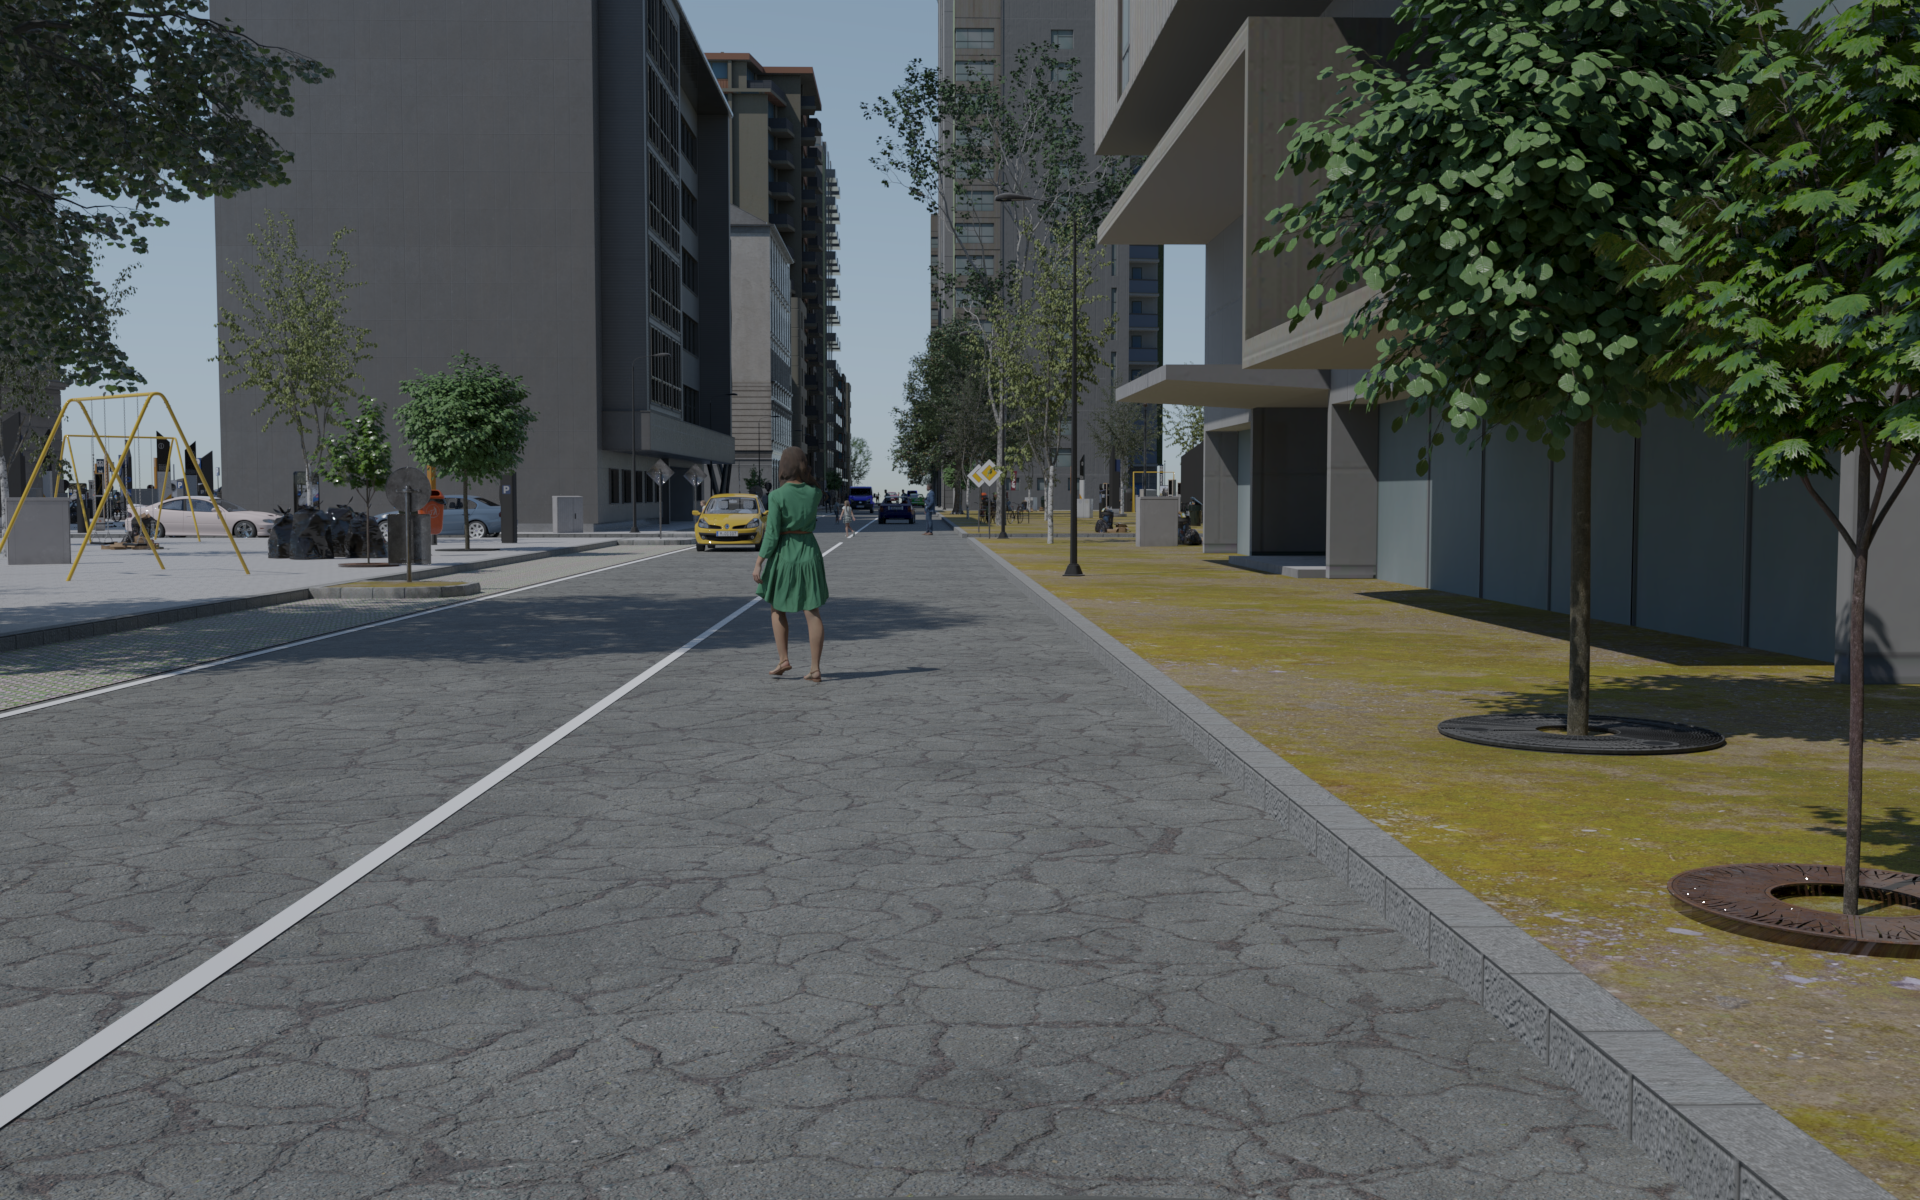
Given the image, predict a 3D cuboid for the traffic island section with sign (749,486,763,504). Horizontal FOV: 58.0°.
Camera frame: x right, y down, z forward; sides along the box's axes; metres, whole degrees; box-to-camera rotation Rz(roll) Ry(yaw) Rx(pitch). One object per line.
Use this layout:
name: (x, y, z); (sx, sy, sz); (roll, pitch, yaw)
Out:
traffic island section with sign: (-9.425, -4.388, 80.371); (1.989, 1.847, 2.006); (0, 4, -2)

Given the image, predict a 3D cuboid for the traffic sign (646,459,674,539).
traffic sign: (-8.550, -2.801, 49.431); (0.795, 2.450, 0.064); (0, 4, -2)

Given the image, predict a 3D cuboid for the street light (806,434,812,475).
street light: (-12.288, -9.876, 134.011); (1.470, 5.913, 1.316); (0, 4, -2)

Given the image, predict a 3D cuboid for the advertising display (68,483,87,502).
advertising display: (-50.851, -5.789, 99.864); (0.974, 1.923, 0.123); (-1, 4, -12)

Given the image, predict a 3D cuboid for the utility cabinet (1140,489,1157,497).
utility cabinet: (8.811, -4.418, 80.912); (0.318, 1.500, 1.173); (2, 4, 34)

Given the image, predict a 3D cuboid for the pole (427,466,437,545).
pole: (-13.258, -3.034, 43.452); (0.158, 3.312, 0.155); (0, 3, 0)

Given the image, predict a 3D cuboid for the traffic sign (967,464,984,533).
traffic sign: (0.625, -3.303, 57.647); (0.795, 2.450, 0.064); (0, 4, -2)

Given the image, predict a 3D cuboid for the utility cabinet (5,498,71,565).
utility cabinet: (-16.829, -1.252, 31.624); (1.020, 1.237, 0.306); (-2, 4, -32)

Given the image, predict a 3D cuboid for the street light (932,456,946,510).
street light: (-1.811, -10.287, 140.733); (1.470, 5.913, 1.316); (0, 4, -2)

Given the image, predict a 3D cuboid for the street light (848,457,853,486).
street light: (-14.476, -14.942, 216.837); (1.470, 5.913, 1.316); (0, 4, -2)

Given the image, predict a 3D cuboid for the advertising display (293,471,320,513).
advertising display: (-18.519, -2.685, 49.114); (0.123, 1.923, 0.974); (1, 4, 18)

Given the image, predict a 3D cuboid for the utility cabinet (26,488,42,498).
utility cabinet: (-33.849, -3.308, 62.769); (1.173, 1.500, 0.318); (1, 4, 16)

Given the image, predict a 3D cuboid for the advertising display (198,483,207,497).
advertising display: (-43.495, -5.712, 98.604); (0.123, 1.923, 0.974); (2, 4, 34)

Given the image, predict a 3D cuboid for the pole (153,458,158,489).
pole: (-44.922, -6.297, 96.806); (0.158, 3.312, 0.155); (0, 3, 0)

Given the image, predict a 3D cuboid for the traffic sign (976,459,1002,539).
traffic sign: (0.842, -2.815, 49.665); (0.795, 2.450, 0.064); (0, 4, -2)

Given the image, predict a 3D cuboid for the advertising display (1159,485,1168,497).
advertising display: (14.724, -7.310, 124.727); (0.123, 1.923, 0.974); (-2, 4, -34)

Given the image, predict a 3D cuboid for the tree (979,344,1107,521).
tree: (3.975, -8.132, 83.317); (4.360, 8.622, 3.978); (0, 3, 0)

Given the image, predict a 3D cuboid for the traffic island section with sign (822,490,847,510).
traffic island section with sign: (-11.506, -9.086, 157.188); (1.989, 1.847, 2.006); (0, 4, -2)

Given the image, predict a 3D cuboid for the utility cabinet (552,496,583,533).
utility cabinet: (-12.932, -2.813, 57.150); (0.306, 1.237, 1.020); (3, 5, 42)

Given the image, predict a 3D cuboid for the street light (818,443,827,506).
street light: (-12.898, -11.254, 156.536); (1.470, 5.913, 1.316); (0, 4, -2)

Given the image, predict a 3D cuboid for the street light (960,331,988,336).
street light: (0.700, -4.714, 49.611); (1.470, 5.913, 1.316); (0, 4, -2)

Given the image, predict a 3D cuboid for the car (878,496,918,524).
car: (-3.046, -4.372, 84.062); (1.945, 1.354, 3.894); (0, 4, 0)

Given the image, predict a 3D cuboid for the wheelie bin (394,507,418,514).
wheelie bin: (-15.441, -2.494, 48.685); (0.980, 1.594, 0.693); (-1, 4, -19)

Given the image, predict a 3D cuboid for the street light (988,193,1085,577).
street light: (1.237, -3.326, 26.924); (1.470, 5.913, 1.316); (0, 4, -2)

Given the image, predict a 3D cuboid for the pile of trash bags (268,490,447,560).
pile of trash bags: (-12.146, -1.552, 35.122); (3.447, 1.369, 1.912); (-2, 4, -33)

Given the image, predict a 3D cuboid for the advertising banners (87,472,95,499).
advertising banners: (-64.798, -8.092, 128.498); (2.074, 3.025, 0.090); (-3, 5, -44)

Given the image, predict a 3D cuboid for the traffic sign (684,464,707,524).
traffic sign: (-8.766, -3.289, 57.414); (0.795, 2.450, 0.064); (0, 4, -2)

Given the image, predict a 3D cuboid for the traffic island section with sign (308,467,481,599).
traffic island section with sign: (-7.904, -0.970, 24.489); (1.989, 1.847, 2.006); (0, 4, -2)

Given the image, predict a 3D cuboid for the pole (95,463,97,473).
pole: (-57.365, -7.418, 115.126); (0.158, 3.312, 0.155); (0, 3, 0)

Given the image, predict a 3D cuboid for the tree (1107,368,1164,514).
tree: (9.793, -9.272, 101.959); (4.360, 8.622, 3.978); (0, 3, 0)

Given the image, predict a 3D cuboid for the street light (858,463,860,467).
street light: (-15.720, -17.697, 261.886); (1.470, 5.913, 1.316); (0, 4, -2)

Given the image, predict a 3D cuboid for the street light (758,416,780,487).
street light: (-11.332, -7.946, 102.461); (1.470, 5.913, 1.316); (0, 4, -2)

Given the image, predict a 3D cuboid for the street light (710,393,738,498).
street light: (-10.911, -6.555, 79.715); (1.470, 5.913, 1.316); (0, 4, -2)

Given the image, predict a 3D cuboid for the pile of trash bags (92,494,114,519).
pile of trash bags: (-44.727, -4.873, 89.427); (1.912, 1.369, 3.447); (-2, 4, -35)

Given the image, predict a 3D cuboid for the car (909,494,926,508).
car: (-4.477, -10.387, 178.625); (1.959, 1.807, 4.718); (0, 4, -3)

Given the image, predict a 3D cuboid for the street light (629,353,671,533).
street light: (-10.224, -5.177, 57.192); (1.470, 5.913, 1.316); (0, 4, -2)

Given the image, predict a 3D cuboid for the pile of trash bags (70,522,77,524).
pile of trash bags: (-39.618, -3.954, 74.404); (3.447, 1.369, 1.912); (-2, 4, -31)

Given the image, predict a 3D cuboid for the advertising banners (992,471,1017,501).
advertising banners: (3.382, -8.254, 131.142); (2.074, 3.025, 0.090); (2, 4, 26)

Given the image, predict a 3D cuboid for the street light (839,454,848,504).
street light: (-14.105, -14.020, 201.775); (1.470, 5.913, 1.316); (0, 4, -2)

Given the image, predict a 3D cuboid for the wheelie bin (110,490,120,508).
wheelie bin: (-61.715, -7.256, 126.551); (0.980, 1.594, 0.693); (3, 5, 39)

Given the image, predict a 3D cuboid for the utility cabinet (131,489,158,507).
utility cabinet: (-32.410, -3.699, 69.155); (1.173, 1.500, 0.318); (0, 4, -3)

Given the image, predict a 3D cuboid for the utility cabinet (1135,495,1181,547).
utility cabinet: (4.824, -1.912, 42.422); (1.020, 1.237, 0.306); (-1, 4, -17)

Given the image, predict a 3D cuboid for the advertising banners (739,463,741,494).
advertising banners: (-11.046, -5.544, 86.826); (0.090, 3.025, 2.074); (0, 4, -8)

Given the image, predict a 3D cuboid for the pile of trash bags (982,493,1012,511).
pile of trash bags: (2.410, -7.243, 128.170); (1.912, 1.369, 3.447); (-2, 4, -29)

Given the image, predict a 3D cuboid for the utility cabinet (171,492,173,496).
utility cabinet: (-49.991, -6.107, 108.523); (1.173, 1.500, 0.318); (-3, 4, -36)

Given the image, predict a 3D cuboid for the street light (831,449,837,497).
street light: (-13.568, -12.643, 179.248); (1.470, 5.913, 1.316); (0, 4, -2)

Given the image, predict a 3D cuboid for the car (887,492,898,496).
car: (-11.373, -17.152, 289.100); (2.281, 1.827, 5.304); (0, 4, -3)

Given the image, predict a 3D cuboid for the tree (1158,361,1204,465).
tree: (13.098, -8.858, 95.186); (4.737, 8.622, 4.395); (0, 3, 0)

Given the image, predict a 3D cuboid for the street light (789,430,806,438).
street light: (-12.079, -9.324, 124.982); (1.470, 5.913, 1.316); (0, 4, -2)

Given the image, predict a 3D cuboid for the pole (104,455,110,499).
pole: (-45.036, -5.971, 91.465); (0.158, 3.312, 0.155); (0, 3, 0)
